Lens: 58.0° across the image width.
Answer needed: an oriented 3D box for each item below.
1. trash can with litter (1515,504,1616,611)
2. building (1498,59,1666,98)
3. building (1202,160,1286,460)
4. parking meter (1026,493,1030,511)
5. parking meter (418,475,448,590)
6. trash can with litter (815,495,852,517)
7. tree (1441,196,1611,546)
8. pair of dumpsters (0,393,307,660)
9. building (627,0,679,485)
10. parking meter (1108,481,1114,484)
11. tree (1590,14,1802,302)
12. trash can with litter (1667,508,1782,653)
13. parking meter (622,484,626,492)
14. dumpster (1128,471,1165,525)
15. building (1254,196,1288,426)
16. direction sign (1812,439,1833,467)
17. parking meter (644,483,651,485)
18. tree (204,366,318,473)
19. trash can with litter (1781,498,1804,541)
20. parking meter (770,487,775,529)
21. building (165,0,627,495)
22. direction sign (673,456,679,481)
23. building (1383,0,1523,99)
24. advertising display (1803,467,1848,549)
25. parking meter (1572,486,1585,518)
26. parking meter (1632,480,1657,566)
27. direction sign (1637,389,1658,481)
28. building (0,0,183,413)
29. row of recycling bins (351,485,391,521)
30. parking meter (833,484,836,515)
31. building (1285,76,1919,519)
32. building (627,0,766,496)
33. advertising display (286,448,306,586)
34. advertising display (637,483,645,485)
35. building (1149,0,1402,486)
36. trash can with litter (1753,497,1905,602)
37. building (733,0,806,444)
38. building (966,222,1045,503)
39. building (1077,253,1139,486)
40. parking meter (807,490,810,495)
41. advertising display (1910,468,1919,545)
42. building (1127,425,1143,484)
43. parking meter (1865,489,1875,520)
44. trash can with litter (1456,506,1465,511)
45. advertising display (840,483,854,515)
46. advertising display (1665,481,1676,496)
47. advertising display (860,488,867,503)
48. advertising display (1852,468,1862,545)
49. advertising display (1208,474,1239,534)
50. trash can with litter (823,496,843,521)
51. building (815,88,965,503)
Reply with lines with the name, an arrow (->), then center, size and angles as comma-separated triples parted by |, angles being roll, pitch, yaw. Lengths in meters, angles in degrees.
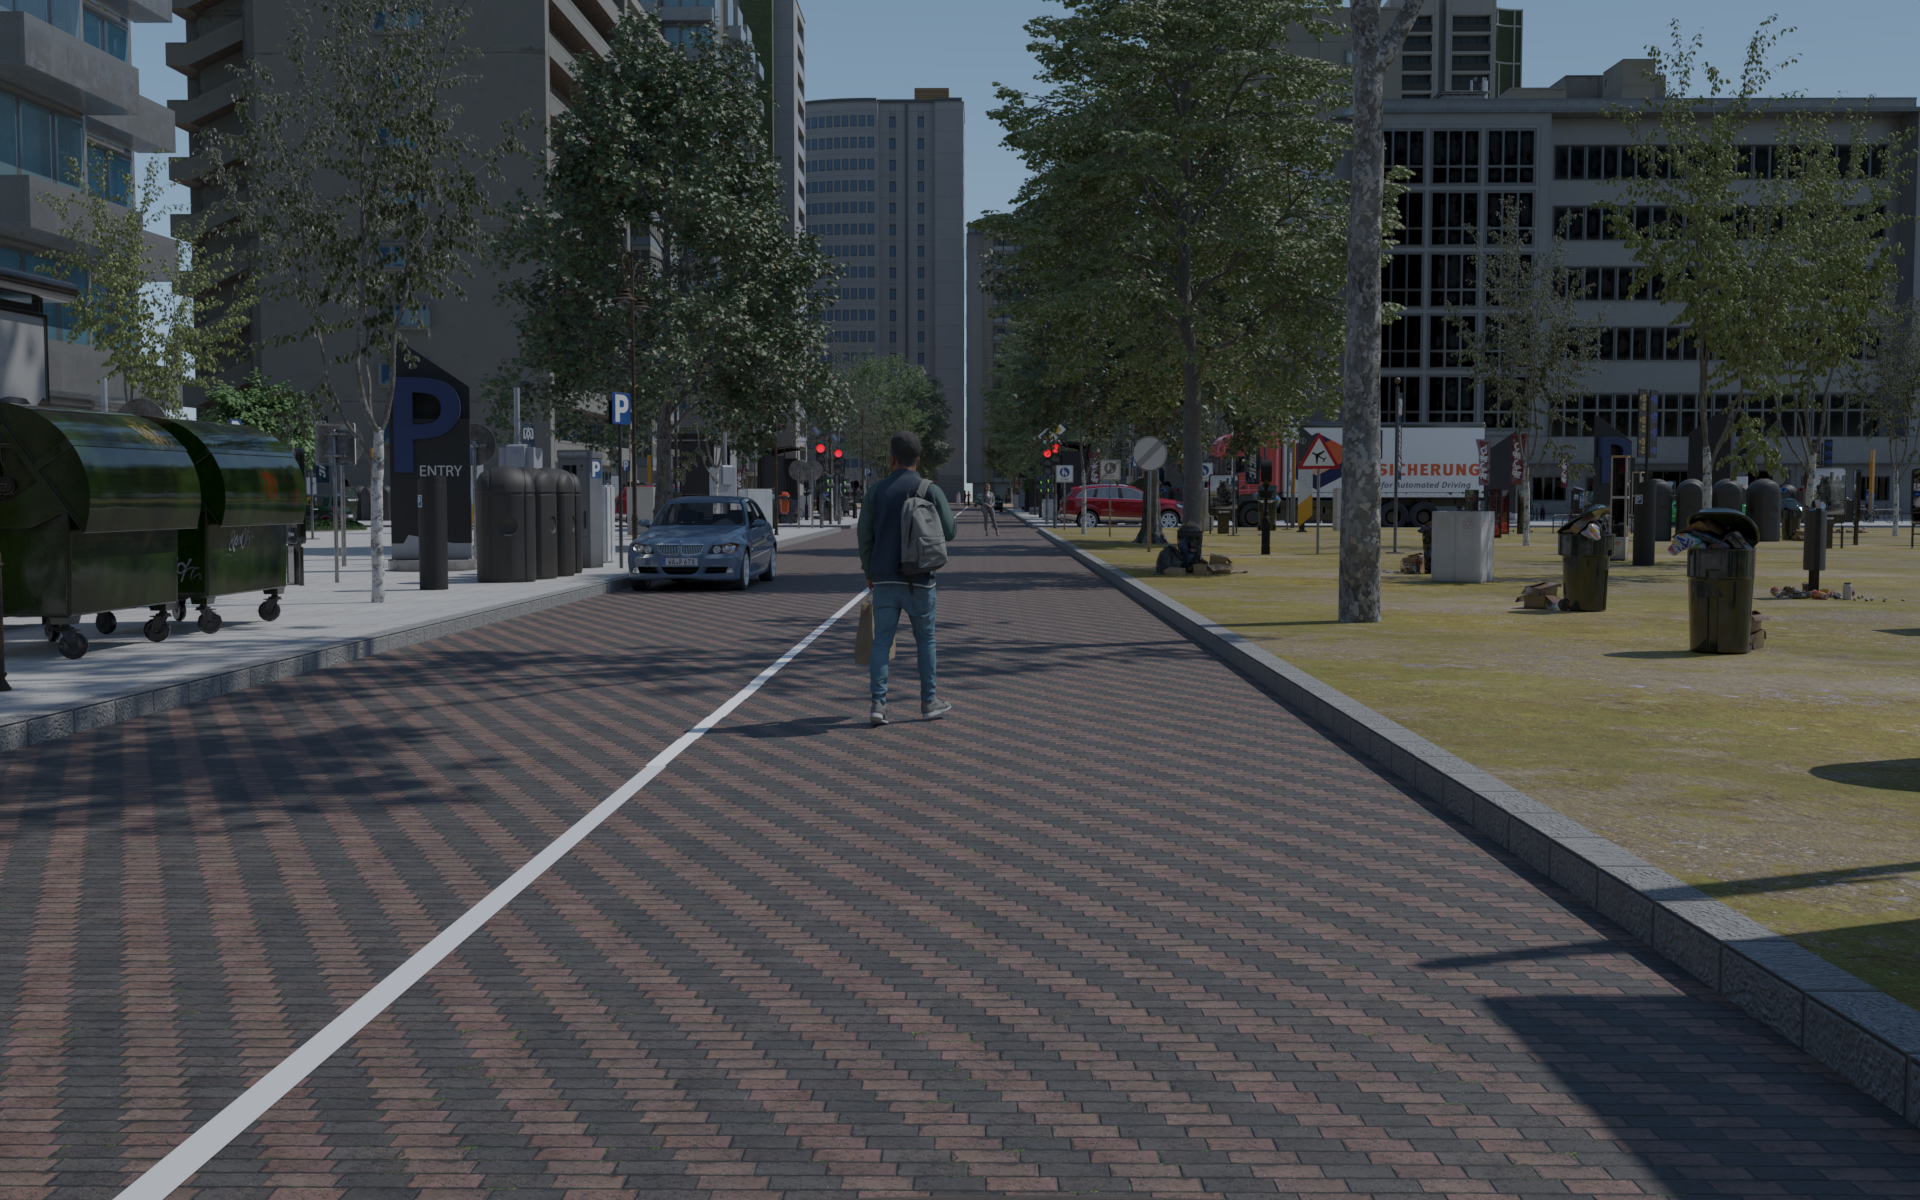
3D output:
trash can with litter -> 6.662, -0.473, 19.126 | 0.624, 1.170, 1.055 | -3, 5, -44
building -> 69.942, -35.127, 198.032 | 21.600, 48.544, 21.300 | 0, 4, 1
building -> 26.278, -21.292, 135.518 | 14.401, 28.519, 23.554 | 0, 4, 1
parking meter -> 5.075, -7.578, 129.611 | 0.255, 1.863, 0.399 | 0, 4, 7
parking meter -> -7.064, -0.905, 23.216 | 0.372, 1.533, 0.369 | 0, 3, 0
trash can with litter -> -7.788, -5.869, 107.019 | 2.233, 1.210, 1.678 | 0, 4, 2
tree -> 13.966, -5.636, 42.516 | 4.360, 8.622, 3.978 | 0, 3, 0
pair of dumpsters -> -7.385, -0.787, 15.366 | 1.574, 2.255, 4.437 | 0, 4, 1
building -> -34.704, -26.871, 131.227 | 32.217, 40.220, 23.993 | 0, 4, 1
parking meter -> 6.827, -4.447, 78.424 | 0.255, 1.863, 0.399 | 0, 4, 2
tree -> 12.007, -4.693, 27.093 | 4.737, 8.622, 4.395 | 0, 3, 0
trash can with litter -> 6.258, -0.173, 14.221 | 0.624, 1.170, 1.055 | 3, 4, 37
parking meter -> -19.599, -5.859, 101.506 | 0.255, 1.863, 0.399 | 1, 4, 19
dumpster -> 7.820, -4.320, 73.132 | 1.502, 2.255, 1.985 | 0, 4, 1
building -> 25.285, -16.524, 111.971 | 13.314, 21.916, 24.055 | 0, 4, 1
direction sign -> 35.618, -4.871, 71.635 | 0.876, 3.537, 0.379 | 0, 4, -4
parking meter -> -16.006, -5.089, 88.911 | 0.255, 1.863, 0.399 | -2, 4, -32
tree -> -18.057, -3.728, 44.663 | 4.285, 4.588, 4.351 | 0, 3, 0
trash can with litter -> 22.978, -2.209, 47.506 | 0.624, 1.170, 1.055 | 0, 4, -6
parking meter -> -6.984, -3.399, 63.988 | 0.372, 1.533, 0.369 | 0, 3, 0
building -> -31.770, -29.092, 99.357 | 21.300, 48.544, 21.600 | 0, 4, 1
direction sign -> -17.044, -6.872, 104.362 | 0.876, 3.537, 0.379 | 2, 4, 29
building -> 70.790, -49.841, 253.145 | 20.611, 71.187, 20.563 | 0, 4, 1
advertising display -> 20.356, -2.174, 40.760 | 0.974, 1.923, 0.123 | 0, 4, -2
parking meter -> 20.516, -2.999, 57.442 | 0.372, 1.533, 0.369 | 0, 3, 0
parking meter -> 12.259, -1.383, 31.021 | 0.372, 1.533, 0.369 | 0, 3, 0
direction sign -> 14.890, -2.787, 37.568 | 0.876, 3.537, 0.379 | -3, 5, -43
building -> -35.364, -25.528, 36.990 | 30.456, 49.044, 23.786 | 0, 4, 1
row of recycling bins -> -28.713, -4.689, 83.786 | 3.534, 1.692, 1.069 | 2, 4, 33
parking meter -> -7.379, -5.838, 101.170 | 0.255, 1.863, 0.399 | -3, 4, -37
building -> 33.555, -16.709, 92.262 | 30.058, 24.678, 14.314 | 0, 4, 1
building -> -30.496, -33.256, 163.349 | 23.786, 49.044, 30.456 | 0, 4, 1
advertising display -> -9.428, -1.180, 24.514 | 0.123, 1.923, 0.974 | -2, 4, -33
advertising display -> -18.651, -5.867, 101.132 | 0.974, 1.923, 0.123 | 3, 4, 37
building -> 29.611, -33.264, 167.570 | 21.300, 48.544, 21.600 | 0, 4, 1
trash can with litter -> 10.799, -0.654, 21.744 | 1.678, 1.210, 2.233 | 1, 4, 20
building -> -32.141, -40.177, 198.887 | 28.212, 58.520, 21.231 | 0, 4, 1
building -> 7.825, -34.804, 252.637 | 14.086, 41.232, 14.154 | 0, 4, 1
building -> 26.966, -34.773, 260.414 | 23.993, 40.220, 32.217 | 0, 4, 1
parking meter -> -8.906, -5.735, 102.175 | 0.372, 1.533, 0.369 | 0, 3, 0
advertising display -> 24.330, -2.332, 43.334 | 0.974, 1.923, 0.123 | 1, 4, 14
building -> 33.826, -21.385, 194.686 | 27.650, 21.520, 28.899 | 0, 4, 1
parking meter -> 43.917, -4.599, 83.602 | 0.372, 1.533, 0.369 | 0, 3, 0
trash can with litter -> 40.644, -7.897, 140.496 | 0.624, 1.170, 1.055 | 2, 4, 29
advertising display -> -6.488, -5.717, 98.683 | 0.974, 1.923, 0.123 | 1, 4, 14
advertising display -> 34.031, -4.784, 83.426 | 0.123, 1.923, 0.974 | -1, 4, -23
advertising display -> -6.982, -7.620, 129.793 | 0.974, 1.923, 0.123 | 0, 4, -1
advertising display -> 22.627, -2.355, 43.717 | 0.123, 1.923, 0.974 | 2, 4, 23
advertising display -> 8.482, -3.091, 55.752 | 0.974, 1.923, 0.123 | 0, 4, -4
trash can with litter -> -6.073, -4.345, 82.431 | 1.055, 1.170, 0.624 | 1, 4, 16
building -> -13.392, -43.578, 254.499 | 28.212, 58.520, 21.231 | 0, 4, 1
